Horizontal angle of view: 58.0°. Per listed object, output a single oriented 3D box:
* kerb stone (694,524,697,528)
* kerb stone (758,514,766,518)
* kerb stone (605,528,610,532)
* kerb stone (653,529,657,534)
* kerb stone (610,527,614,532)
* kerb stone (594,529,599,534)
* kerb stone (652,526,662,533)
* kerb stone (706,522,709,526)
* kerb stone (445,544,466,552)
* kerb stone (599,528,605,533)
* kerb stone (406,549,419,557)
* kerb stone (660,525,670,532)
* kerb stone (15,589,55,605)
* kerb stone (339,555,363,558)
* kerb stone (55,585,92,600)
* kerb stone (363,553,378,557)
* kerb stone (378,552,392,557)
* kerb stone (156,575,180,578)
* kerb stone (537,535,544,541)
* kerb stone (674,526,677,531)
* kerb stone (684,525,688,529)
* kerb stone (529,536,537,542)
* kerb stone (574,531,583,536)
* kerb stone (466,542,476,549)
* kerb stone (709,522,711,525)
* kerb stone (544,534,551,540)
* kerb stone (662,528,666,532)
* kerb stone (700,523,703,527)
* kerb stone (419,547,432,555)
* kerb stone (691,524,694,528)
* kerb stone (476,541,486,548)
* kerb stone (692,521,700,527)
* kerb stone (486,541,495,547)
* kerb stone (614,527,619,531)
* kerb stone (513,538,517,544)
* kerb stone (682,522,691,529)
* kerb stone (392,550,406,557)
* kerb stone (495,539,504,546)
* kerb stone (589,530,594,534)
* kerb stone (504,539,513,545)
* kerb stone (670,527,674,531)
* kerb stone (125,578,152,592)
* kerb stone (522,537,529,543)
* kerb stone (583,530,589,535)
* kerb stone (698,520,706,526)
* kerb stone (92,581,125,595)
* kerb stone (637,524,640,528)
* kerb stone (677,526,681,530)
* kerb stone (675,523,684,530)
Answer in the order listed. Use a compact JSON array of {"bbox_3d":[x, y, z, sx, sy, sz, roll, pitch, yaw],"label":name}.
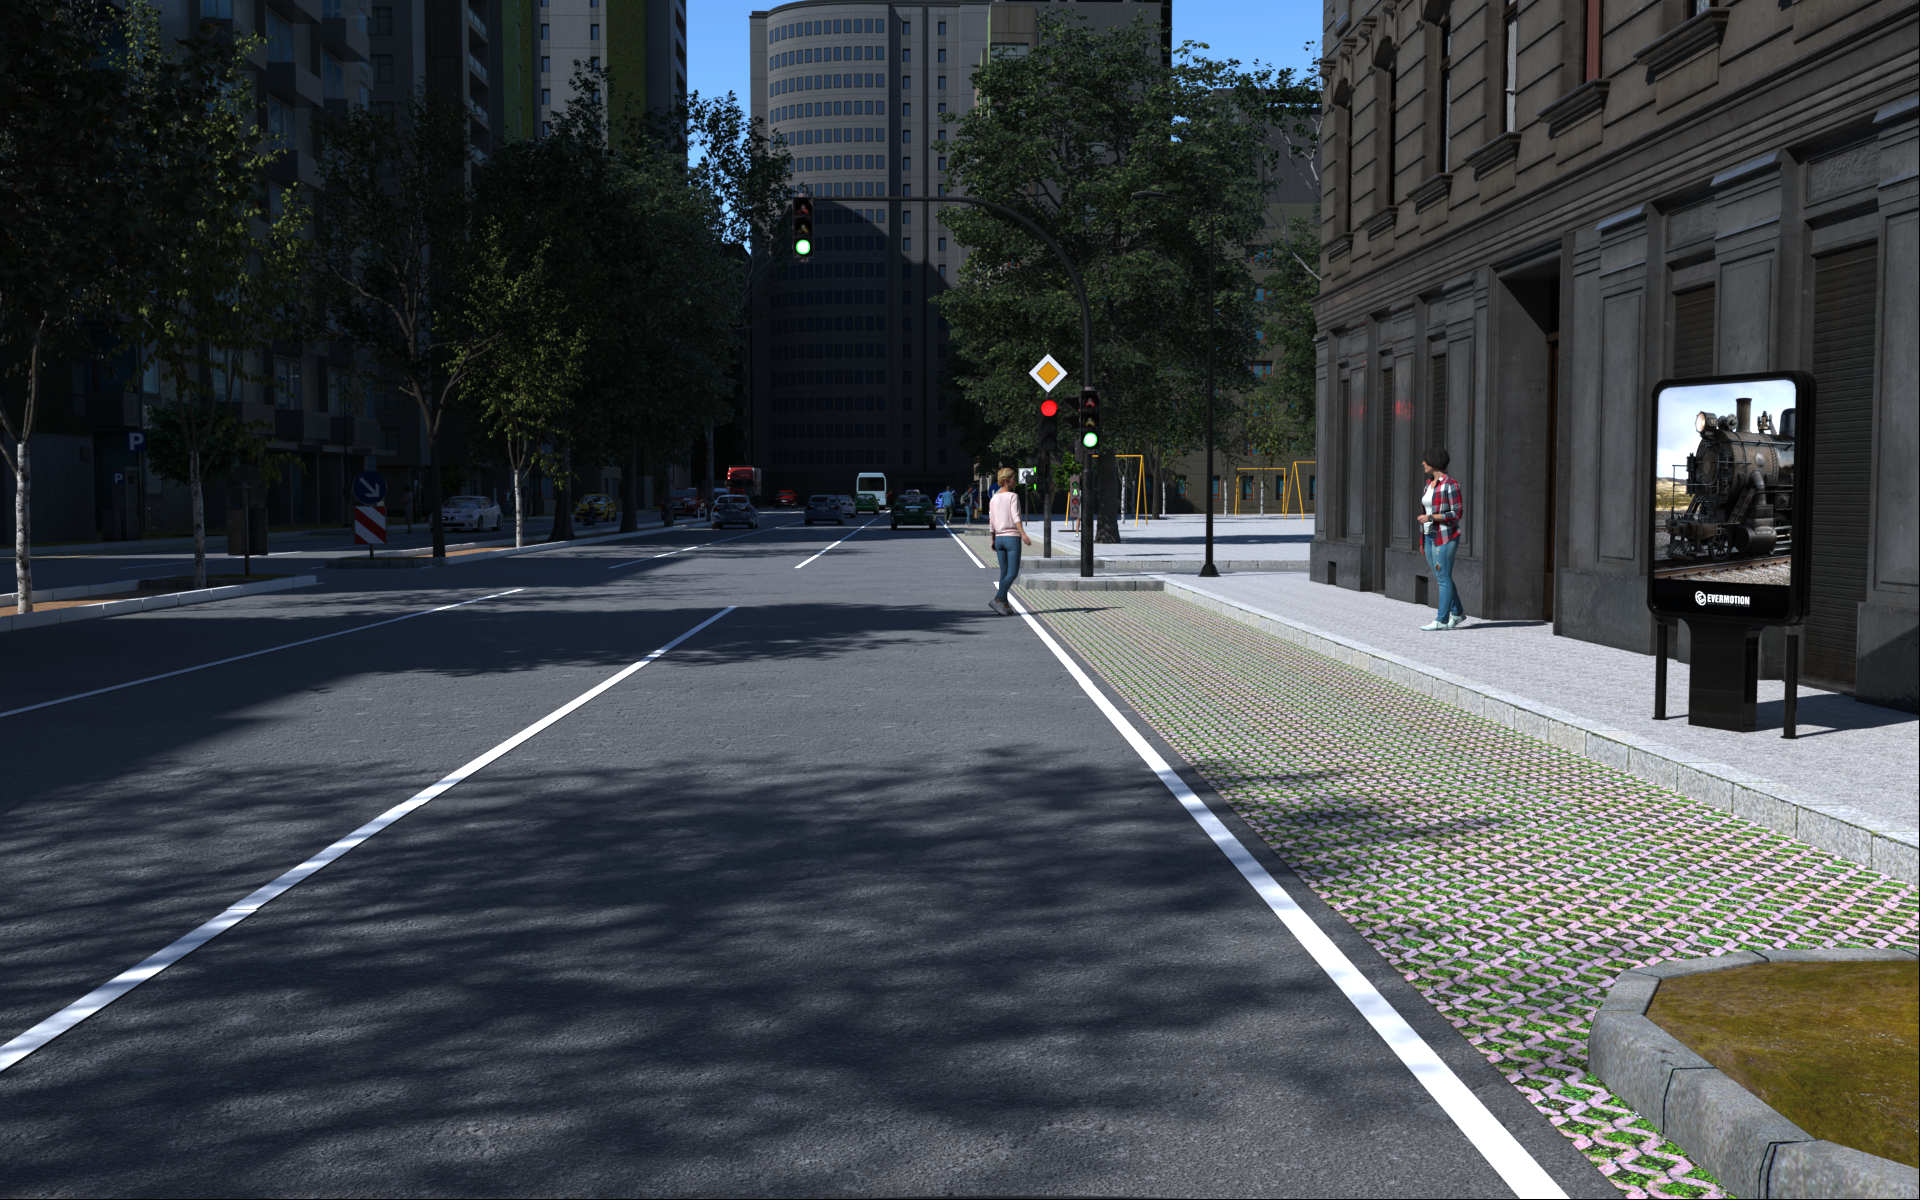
[{"bbox_3d":[-11.377,-3.137,73.481,0.120,0.150,1.000,0,4,-1],"label":"kerb stone"},{"bbox_3d":[-12.227,-5.205,107.298,0.120,0.150,1.000,0,4,-1],"label":"kerb stone"},{"bbox_3d":[-13.244,-2.565,64.241,0.120,0.150,1.000,0,4,-1],"label":"kerb stone"},{"bbox_3d":[-11.091,-2.442,62.203,0.120,0.150,1.000,0,4,-1],"label":"kerb stone"},{"bbox_3d":[-13.268,-2.632,65.263,0.120,0.150,1.000,0,4,-1],"label":"kerb stone"},{"bbox_3d":[-13.193,-2.440,62.181,0.120,0.150,1.000,0,4,-1],"label":"kerb stone"},{"bbox_3d":[-11.122,-2.509,63.225,0.120,0.150,1.000,0,4,-1],"label":"kerb stone"},{"bbox_3d":[-11.487,-3.388,77.587,0.120,0.150,1.000,0,4,-1],"label":"kerb stone"},{"bbox_3d":[-12.729,-1.316,43.715,0.120,0.150,1.000,0,4,-1],"label":"kerb stone"},{"bbox_3d":[-13.217,-2.509,63.219,0.120,0.150,1.000,0,4,-1],"label":"kerb stone"},{"bbox_3d":[-12.631,-1.063,39.619,0.120,0.150,1.000,0,4,-1],"label":"kerb stone"},{"bbox_3d":[-11.163,-2.635,65.271,0.120,0.150,1.000,0,4,-1],"label":"kerb stone"},{"bbox_3d":[-12.202,-0.030,22.689,0.120,0.150,1.000,0,4,-1],"label":"kerb stone"},{"bbox_3d":[-12.517,-0.813,35.506,0.120,0.150,1.000,0,4,-1],"label":"kerb stone"},{"bbox_3d":[-12.225,-0.093,23.711,0.120,0.150,1.000,0,4,-1],"label":"kerb stone"},{"bbox_3d":[-12.540,-0.875,36.538,0.120,0.150,1.000,0,4,-1],"label":"kerb stone"},{"bbox_3d":[-12.576,-0.937,37.563,0.120,0.150,1.000,0,4,-1],"label":"kerb stone"},{"bbox_3d":[-12.307,-0.281,26.782,0.120,0.150,1.000,0,4,-1],"label":"kerb stone"},{"bbox_3d":[-12.953,-1.876,52.952,0.120,0.150,1.000,0,4,-1],"label":"kerb stone"},{"bbox_3d":[-11.220,-2.760,67.325,0.120,0.150,1.000,0,4,-1],"label":"kerb stone"},{"bbox_3d":[-11.299,-2.939,70.397,0.120,0.150,1.000,0,4,-1],"label":"kerb stone"},{"bbox_3d":[-12.935,-1.819,51.930,0.120,0.150,1.000,0,4,-1],"label":"kerb stone"},{"bbox_3d":[-13.115,-2.257,59.101,0.120,0.150,1.000,0,4,-1],"label":"kerb stone"},{"bbox_3d":[-12.757,-1.371,44.738,0.120,0.150,1.000,0,4,-1],"label":"kerb stone"},{"bbox_3d":[-11.508,-3.440,78.610,0.120,0.150,1.000,0,4,-1],"label":"kerb stone"},{"bbox_3d":[-12.986,-1.944,53.974,0.120,0.150,1.000,0,4,-1],"label":"kerb stone"},{"bbox_3d":[-11.146,-2.571,64.249,0.120,0.150,1.000,0,4,-1],"label":"kerb stone"},{"bbox_3d":[-11.421,-3.262,75.526,0.120,0.150,1.000,0,4,-1],"label":"kerb stone"},{"bbox_3d":[-12.648,-1.128,40.641,0.120,0.150,1.000,0,4,-1],"label":"kerb stone"},{"bbox_3d":[-11.354,-3.072,72.449,0.120,0.150,1.000,0,4,-1],"label":"kerb stone"},{"bbox_3d":[-12.779,-1.442,45.764,0.120,0.150,1.000,0,4,-1],"label":"kerb stone"},{"bbox_3d":[-11.401,-3.197,74.504,0.120,0.150,1.000,0,4,-1],"label":"kerb stone"},{"bbox_3d":[-12.810,-1.504,46.786,0.120,0.150,1.000,0,4,-1],"label":"kerb stone"},{"bbox_3d":[-13.295,-2.697,66.292,0.120,0.150,1.000,0,4,-1],"label":"kerb stone"},{"bbox_3d":[-12.880,-1.690,49.870,0.120,0.150,1.000,0,4,-1],"label":"kerb stone"},{"bbox_3d":[-11.326,-3.011,71.427,0.120,0.150,1.000,0,4,-1],"label":"kerb stone"},{"bbox_3d":[-12.599,-1.003,38.589,0.120,0.150,1.000,0,4,-1],"label":"kerb stone"},{"bbox_3d":[-12.837,-1.562,47.810,0.120,0.150,1.000,0,4,-1],"label":"kerb stone"},{"bbox_3d":[-13.170,-2.377,61.159,0.120,0.150,1.000,0,4,-1],"label":"kerb stone"},{"bbox_3d":[-12.854,-1.630,48.848,0.120,0.150,1.000,0,4,-1],"label":"kerb stone"},{"bbox_3d":[-11.191,-2.697,66.293,0.120,0.150,1.000,0,4,-1],"label":"kerb stone"},{"bbox_3d":[-12.283,-0.217,25.761,0.120,0.150,1.000,0,4,-1],"label":"kerb stone"},{"bbox_3d":[-12.910,-1.751,50.902,0.120,0.150,1.000,0,4,-1],"label":"kerb stone"},{"bbox_3d":[-13.137,-2.320,60.123,0.120,0.150,1.000,0,4,-1],"label":"kerb stone"},{"bbox_3d":[-11.444,-3.325,76.566,0.120,0.150,1.000,0,4,-1],"label":"kerb stone"},{"bbox_3d":[-12.250,-0.146,24.740,0.120,0.150,1.000,0,4,-1],"label":"kerb stone"},{"bbox_3d":[-13.419,-3.010,71.408,0.120,0.150,1.000,0,4,-1],"label":"kerb stone"},{"bbox_3d":[-11.245,-2.823,68.347,0.120,0.150,1.000,0,4,-1],"label":"kerb stone"},{"bbox_3d":[-11.271,-2.885,69.371,0.120,0.150,1.000,0,4,-1],"label":"kerb stone"}]
